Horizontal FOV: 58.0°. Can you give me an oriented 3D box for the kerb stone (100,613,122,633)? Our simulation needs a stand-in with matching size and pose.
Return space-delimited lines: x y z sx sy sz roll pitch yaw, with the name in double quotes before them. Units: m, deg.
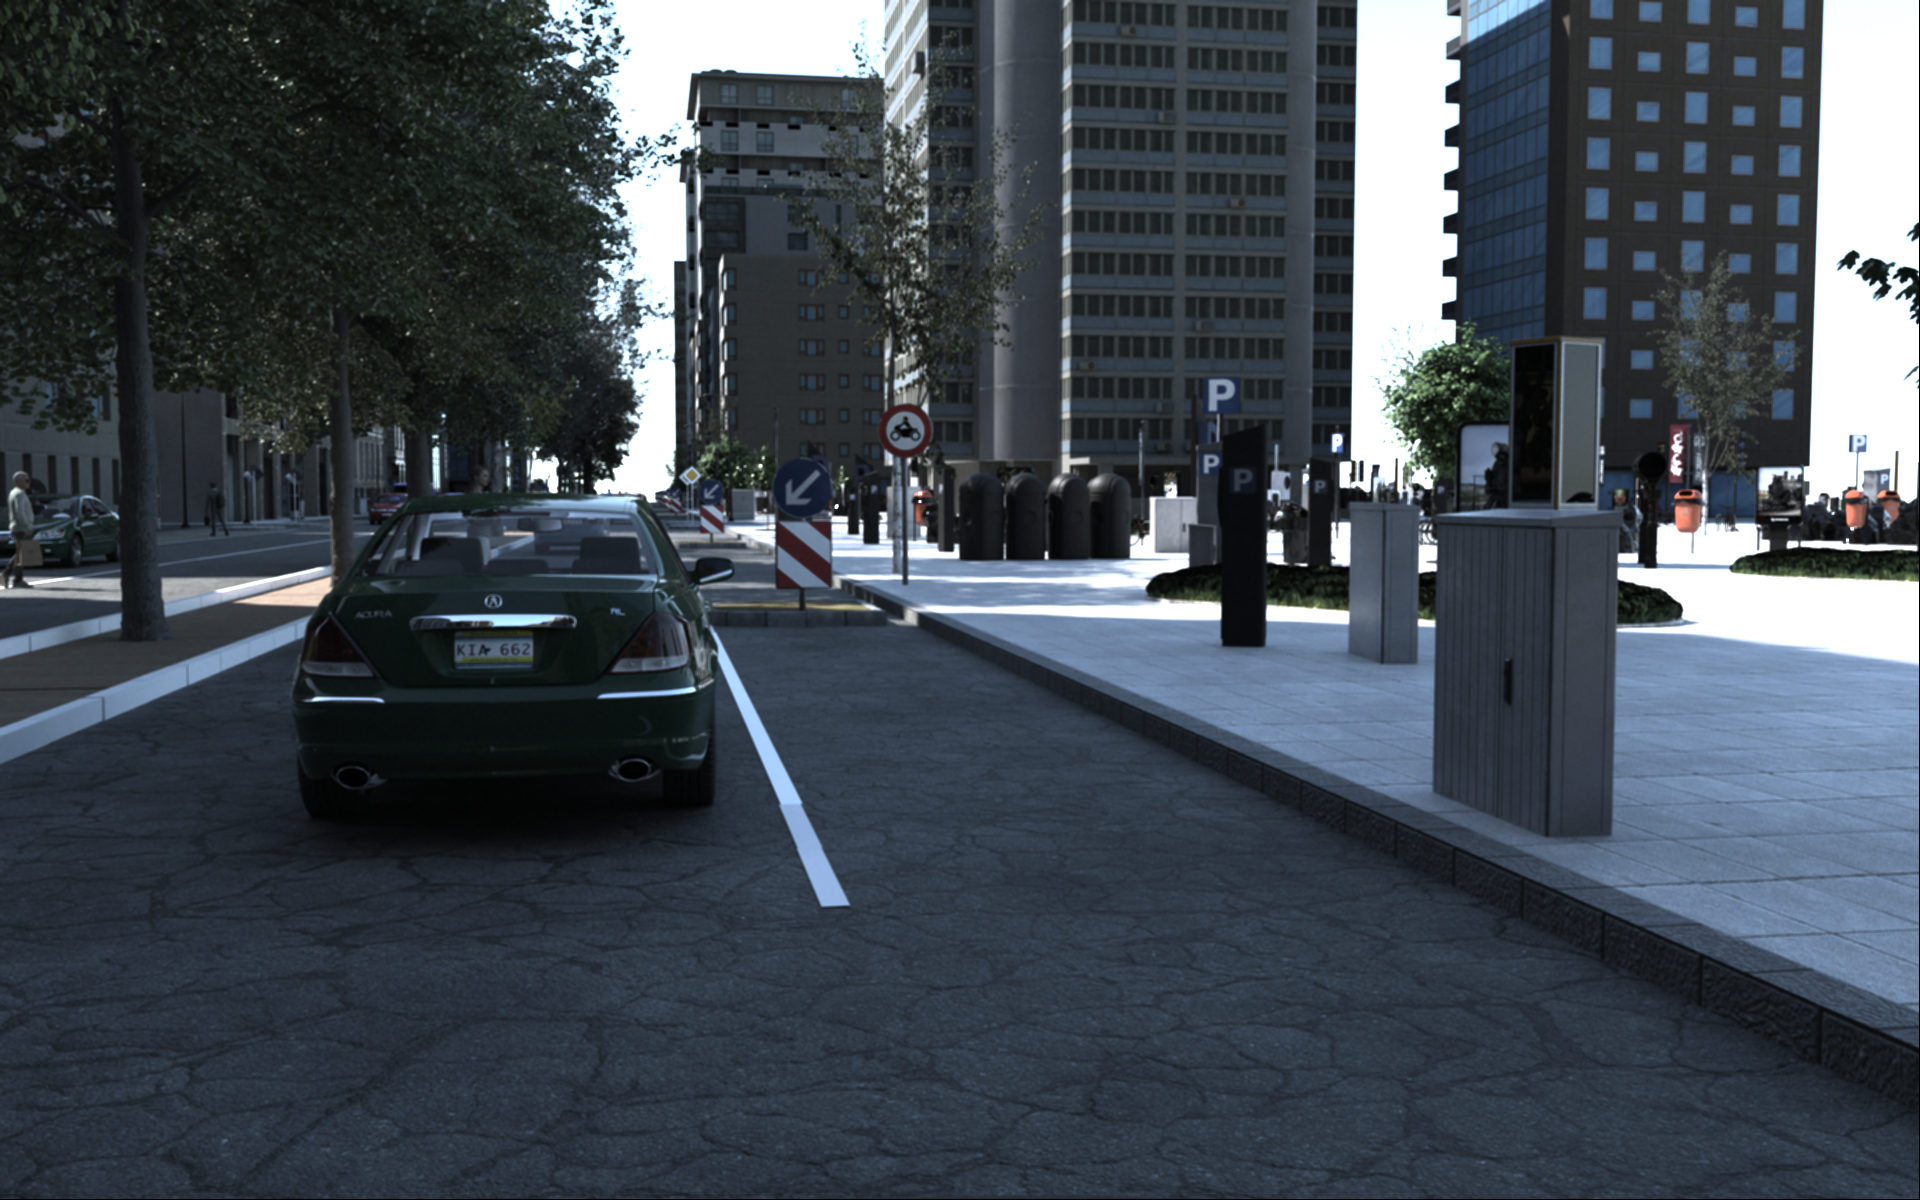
"kerb stone" -8.923 0.250 18.159 0.120 0.150 1.000 -1 4 -10

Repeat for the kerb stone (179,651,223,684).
"kerb stone" -5.930 0.535 13.456 0.120 0.150 1.000 -1 4 -10

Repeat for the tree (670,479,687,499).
"tree" -35.914 -13.885 221.627 1.663 3.219 1.824 0 3 0

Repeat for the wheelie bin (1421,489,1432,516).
"wheelie bin" 27.142 -5.637 100.077 0.980 1.594 0.693 1 4 16

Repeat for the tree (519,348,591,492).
"tree" -18.821 -7.714 78.940 4.360 8.622 3.978 0 3 0

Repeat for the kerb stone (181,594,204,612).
"kerb stone" -9.470 0.062 21.177 0.120 0.150 1.000 -1 4 -10

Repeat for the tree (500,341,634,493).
"tree" -22.789 -9.931 99.244 8.767 10.594 7.601 -1 4 -10

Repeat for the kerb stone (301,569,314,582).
"kerb stone" -10.744 -0.371 28.255 0.120 0.150 1.000 -1 4 -10

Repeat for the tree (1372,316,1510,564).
"tree" 9.336 -2.962 32.141 4.285 4.588 4.351 0 3 0

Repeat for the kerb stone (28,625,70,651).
"kerb stone" -8.553 0.370 16.148 0.120 0.150 1.000 -1 4 -10

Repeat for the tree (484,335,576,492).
"tree" -16.918 -7.008 67.402 4.737 8.622 4.395 0 3 0

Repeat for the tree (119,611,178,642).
"tree" -7.787 -5.844 16.136 7.486 12.596 7.792 0 3 0

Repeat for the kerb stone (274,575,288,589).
"kerb stone" -10.381 -0.247 26.230 0.120 0.150 1.000 -1 4 -10

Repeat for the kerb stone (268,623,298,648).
"kerb stone" -6.488 0.353 16.487 0.120 0.150 1.000 -1 4 -10

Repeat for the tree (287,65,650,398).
"tree" -12.785 -8.100 45.254 12.009 13.543 11.850 0 3 0

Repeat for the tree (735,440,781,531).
"tree" -6.626 -4.038 60.623 1.663 3.219 1.824 0 3 0

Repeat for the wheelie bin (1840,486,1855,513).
"wheelie bin" 34.777 -3.652 67.612 0.693 1.594 0.980 0 4 4

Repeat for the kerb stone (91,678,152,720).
"kerb stone" -5.562 0.658 11.442 0.120 0.150 1.000 -1 4 -10

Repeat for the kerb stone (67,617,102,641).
"kerb stone" -8.742 0.309 17.153 0.120 0.150 1.000 -1 4 -10

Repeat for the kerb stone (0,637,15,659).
"kerb stone" -8.376 0.431 15.141 0.120 0.150 1.000 -1 4 -10

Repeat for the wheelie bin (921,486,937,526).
"wheelie bin" -1.321 -3.724 68.803 0.693 1.594 0.980 -1 4 -22

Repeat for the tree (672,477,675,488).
"tree" -38.612 -15.788 241.848 4.285 4.588 4.351 0 3 0

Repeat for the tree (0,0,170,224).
"tree" -6.632 -3.507 10.165 4.737 8.622 4.395 0 3 0

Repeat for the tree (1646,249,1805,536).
"tree" 22.663 -6.220 52.056 4.360 8.622 3.978 0 3 0

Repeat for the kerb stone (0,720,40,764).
"kerb stone" -5.196 0.783 9.430 0.120 0.150 1.000 -1 4 -10

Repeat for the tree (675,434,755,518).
"tree" -13.479 -7.092 99.660 4.285 4.588 4.351 0 3 0

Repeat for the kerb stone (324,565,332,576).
"kerb stone" -11.124 -0.494 30.267 0.120 0.150 1.000 -1 4 -10

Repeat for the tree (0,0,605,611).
"tree" -9.270 -6.437 25.830 7.486 12.596 7.792 0 3 0

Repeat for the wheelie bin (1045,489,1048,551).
"wheelie bin" 1.635 -1.901 38.990 0.693 1.594 0.980 -3 4 -36

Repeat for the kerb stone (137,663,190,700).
"kerb stone" -5.750 0.596 12.447 0.120 0.150 1.000 -1 4 -10

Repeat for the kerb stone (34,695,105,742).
"kerb stone" -5.387 0.723 10.435 0.120 0.150 1.000 -1 4 -10

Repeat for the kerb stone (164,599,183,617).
"kerb stone" -9.282 0.124 20.172 0.120 0.150 1.000 -1 4 -10

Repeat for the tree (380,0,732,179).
"tree" -14.309 -12.172 57.364 12.611 20.169 13.585 0 3 0

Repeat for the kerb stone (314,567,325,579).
"kerb stone" -10.935 -0.431 29.262 0.120 0.150 1.000 -1 4 -10

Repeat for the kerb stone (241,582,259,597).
"kerb stone" -10.014 -0.123 24.212 0.120 0.150 1.000 -1 4 -10

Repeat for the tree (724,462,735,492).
"tree" -11.390 -5.774 89.002 1.663 3.219 1.824 0 3 0

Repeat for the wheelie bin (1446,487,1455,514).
"wheelie bin" 20.941 -4.047 74.078 0.980 1.594 0.693 -1 4 -19

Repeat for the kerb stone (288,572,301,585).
"kerb stone" -10.574 -0.309 27.246 0.120 0.150 1.000 -1 4 -10

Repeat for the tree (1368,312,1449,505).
"tree" 18.628 -7.358 70.666 4.737 8.622 4.395 0 3 0

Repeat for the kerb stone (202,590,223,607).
"kerb stone" -9.652 0.001 22.184 0.120 0.150 1.000 -1 4 -10

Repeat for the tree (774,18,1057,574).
"tree" -0.775 -4.729 27.681 4.360 8.622 3.978 0 3 0

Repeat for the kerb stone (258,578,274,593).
"kerb stone" -10.202 -0.185 25.222 0.120 0.150 1.000 -1 4 -10

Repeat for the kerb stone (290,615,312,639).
"kerb stone" -6.667 0.287 17.499 0.120 0.150 1.000 -1 4 -10

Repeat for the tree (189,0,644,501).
"tree" -10.820 -7.663 34.404 9.857 13.997 8.962 0 3 0

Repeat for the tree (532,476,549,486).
"tree" -72.536 -19.208 297.768 4.285 4.588 4.351 0 3 0

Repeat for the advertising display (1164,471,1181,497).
"advertising display" 5.979 -2.668 48.843 0.123 1.923 0.974 -1 4 -16

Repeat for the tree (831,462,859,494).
"tree" -6.970 -6.701 104.163 1.663 3.219 1.824 0 3 0

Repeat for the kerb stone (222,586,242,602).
"kerb stone" -9.835 -0.061 23.195 0.120 0.150 1.000 -1 4 -10

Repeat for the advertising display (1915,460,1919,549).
"advertising display" 17.917 -1.605 31.459 0.974 1.923 0.123 2 4 30

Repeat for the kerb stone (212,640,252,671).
"kerb stone" -6.114 0.473 14.463 0.120 0.150 1.000 -1 4 -10

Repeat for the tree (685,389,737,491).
"tree" -17.134 -10.436 120.983 4.360 8.622 3.978 0 3 0

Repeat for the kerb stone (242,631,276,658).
"kerb stone" -6.303 0.411 15.478 0.120 0.150 1.000 -1 4 -10

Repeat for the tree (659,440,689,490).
"tree" -38.649 -17.414 235.080 4.737 8.622 4.395 0 3 0

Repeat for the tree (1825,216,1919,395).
"tree" 3.978 -0.674 5.629 1.663 3.219 1.824 0 3 0

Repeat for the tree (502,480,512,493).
"tree" -58.101 -13.822 220.588 1.663 3.219 1.824 0 3 0
